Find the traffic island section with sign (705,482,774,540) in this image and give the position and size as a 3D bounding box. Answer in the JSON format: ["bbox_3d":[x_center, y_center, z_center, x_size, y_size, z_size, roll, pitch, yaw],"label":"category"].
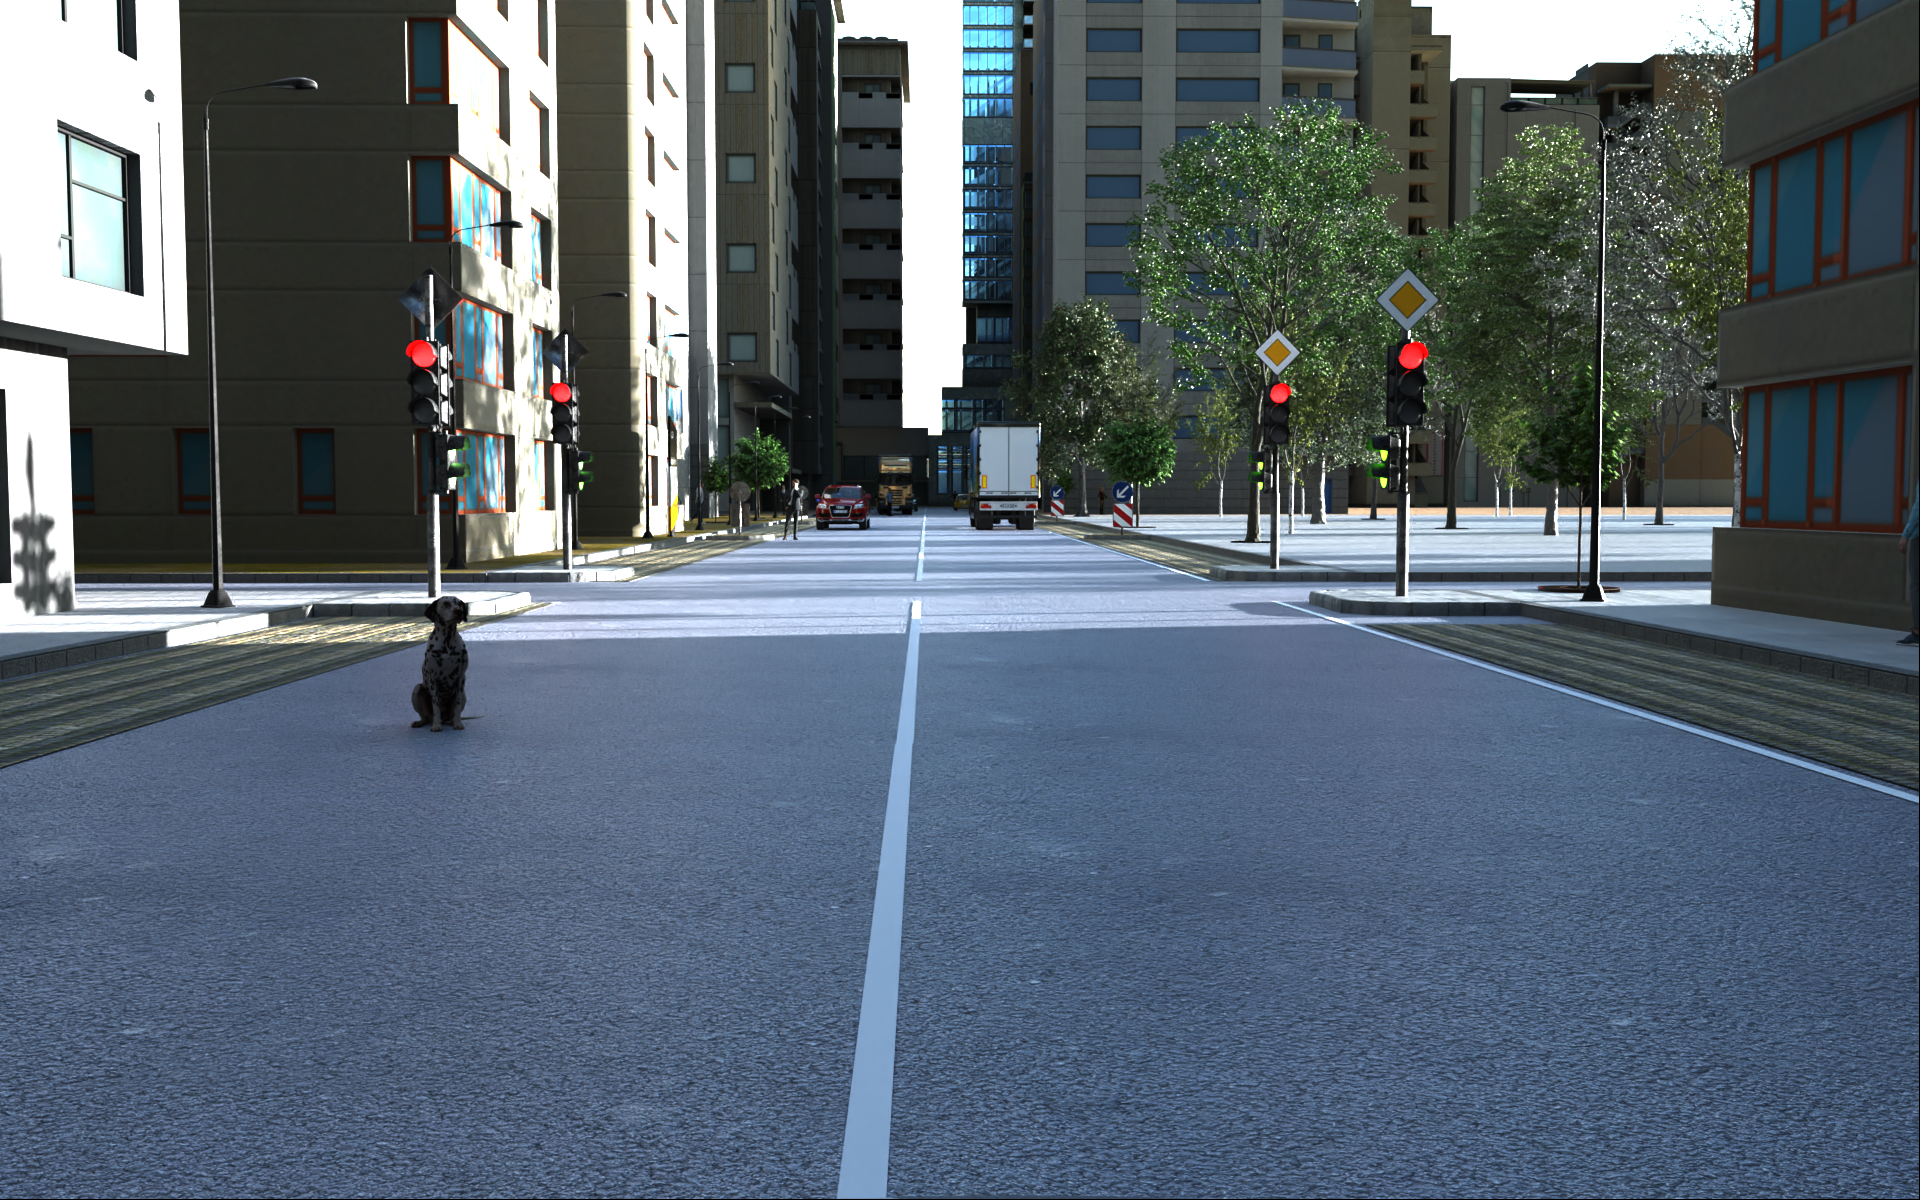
[{"bbox_3d":[-6.854,-2.784,54.151,1.989,1.847,2.006,0,4,-1],"label":"traffic island section with sign"}]

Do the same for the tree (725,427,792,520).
[{"bbox_3d":[-9.955,-6.218,85.376,4.285,4.588,4.351,0,3,0],"label":"tree"}]

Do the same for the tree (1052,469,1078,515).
[{"bbox_3d":[6.669,-6.935,107.994,1.663,3.219,1.824,0,3,0],"label":"tree"}]

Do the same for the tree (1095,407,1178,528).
[{"bbox_3d":[6.785,-5.039,66.107,4.285,4.588,4.351,0,3,0],"label":"tree"}]

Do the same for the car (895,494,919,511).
[{"bbox_3d":[-4.468,-8.161,145.232,2.131,1.459,4.920,0,4,0],"label":"car"}]

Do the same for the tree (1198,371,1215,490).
[{"bbox_3d":[14.742,-9.030,98.001,4.737,8.622,4.395,0,3,0],"label":"tree"}]

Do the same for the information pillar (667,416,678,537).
[{"bbox_3d":[-8.652,-3.717,52.122,0.183,3.616,0.504,1,4,15],"label":"information pillar"}]

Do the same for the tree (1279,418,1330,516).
[{"bbox_3d":[19.962,-9.223,101.153,4.360,8.622,3.978,0,3,0],"label":"tree"}]

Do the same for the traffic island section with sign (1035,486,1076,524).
[{"bbox_3d":[4.433,-4.483,81.926,1.989,1.847,2.006,0,4,-1],"label":"traffic island section with sign"}]

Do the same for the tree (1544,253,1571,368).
[{"bbox_3d":[18.164,-8.398,63.065,9.928,11.665,9.643,0,3,0],"label":"tree"}]

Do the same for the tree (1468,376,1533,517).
[{"bbox_3d":[32.818,-9.382,103.761,4.737,8.622,4.395,0,3,0],"label":"tree"}]

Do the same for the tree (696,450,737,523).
[{"bbox_3d":[-10.778,-5.001,76.364,1.663,3.219,1.824,0,3,0],"label":"tree"}]

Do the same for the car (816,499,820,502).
[{"bbox_3d":[-8.062,-6.082,109.031,1.945,1.707,3.694,0,4,-2],"label":"car"}]

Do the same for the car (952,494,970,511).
[{"bbox_3d":[0.356,-8.536,149.785,2.015,1.641,3.980,0,4,-2],"label":"car"}]

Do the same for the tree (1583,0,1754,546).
[{"bbox_3d":[18.956,-8.047,41.938,12.009,13.543,11.850,0,3,0],"label":"tree"}]

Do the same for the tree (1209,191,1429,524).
[{"bbox_3d":[15.538,-10.250,74.248,9.857,13.997,8.962,0,3,0],"label":"tree"}]

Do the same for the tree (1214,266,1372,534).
[{"bbox_3d":[10.961,-6.455,55.907,4.737,8.622,4.395,0,3,0],"label":"tree"}]

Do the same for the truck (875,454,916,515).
[{"bbox_3d":[-4.634,-8.237,123.589,2.839,4.237,11.283,0,4,-2],"label":"truck"}]

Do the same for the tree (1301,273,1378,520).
[{"bbox_3d":[20.890,-10.771,86.473,12.009,13.543,11.850,0,3,0],"label":"tree"}]

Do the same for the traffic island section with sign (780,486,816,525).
[{"bbox_3d":[-7.375,-4.434,81.126,1.989,1.847,2.006,0,4,-1],"label":"traffic island section with sign"}]

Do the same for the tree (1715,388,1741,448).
[{"bbox_3d":[46.762,-11.599,91.459,13.155,14.587,18.604,-1,4,-20],"label":"tree"}]

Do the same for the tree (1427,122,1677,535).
[{"bbox_3d":[18.247,-8.313,54.037,7.486,12.596,7.792,0,3,0],"label":"tree"}]

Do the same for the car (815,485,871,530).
[{"bbox_3d":[-4.756,-3.805,70.890,2.281,1.827,5.304,0,4,-1],"label":"car"}]

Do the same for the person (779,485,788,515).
[{"bbox_3d":[-10.587,-6.035,104.493,0.659,1.850,0.755,0,4,-3],"label":"person"}]

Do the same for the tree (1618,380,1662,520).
[{"bbox_3d":[32.580,-8.222,84.791,4.360,8.622,3.978,0,3,0],"label":"tree"}]

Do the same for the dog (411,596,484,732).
[{"bbox_3d":[-3.135,0.372,10.758,0.513,0.831,0.800,1,4,12],"label":"dog"}]

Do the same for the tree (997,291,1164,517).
[{"bbox_3d":[6.929,-11.087,98.284,9.611,12.733,9.660,0,3,0],"label":"tree"}]

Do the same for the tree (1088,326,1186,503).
[{"bbox_3d":[7.814,-7.724,76.644,4.360,8.622,3.978,0,3,0],"label":"tree"}]

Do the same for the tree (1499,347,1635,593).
[{"bbox_3d":[8.250,-1.732,22.928,1.663,3.219,1.824,0,3,0],"label":"tree"}]

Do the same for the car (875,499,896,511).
[{"bbox_3d":[-6.425,-8.622,151.189,2.015,1.641,3.980,0,4,-2],"label":"car"}]

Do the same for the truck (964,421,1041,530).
[{"bbox_3d":[1.716,-5.105,72.381,2.839,4.237,11.283,0,4,-2],"label":"truck"}]

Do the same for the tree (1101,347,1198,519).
[{"bbox_3d":[9.257,-8.384,87.433,4.737,8.622,4.395,0,3,0],"label":"tree"}]

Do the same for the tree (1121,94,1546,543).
[{"bbox_3d":[7.895,-7.311,45.294,9.928,11.665,9.643,0,3,0],"label":"tree"}]

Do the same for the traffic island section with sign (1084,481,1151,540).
[{"bbox_3d":[4.955,-2.827,54.843,1.989,1.847,2.006,0,4,-1],"label":"traffic island section with sign"}]

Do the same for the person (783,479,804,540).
[{"bbox_3d":[-5.218,-2.831,54.152,0.648,1.900,0.474,0,4,-1],"label":"person"}]

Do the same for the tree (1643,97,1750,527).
[{"bbox_3d":[14.673,-4.996,32.048,4.737,8.622,4.395,0,3,0],"label":"tree"}]

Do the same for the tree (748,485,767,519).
[{"bbox_3d":[-10.782,-5.850,90.251,1.663,3.219,1.824,0,3,0],"label":"tree"}]

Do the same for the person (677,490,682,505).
[{"bbox_3d":[-12.528,-4.244,75.914,0.782,1.767,0.515,1,4,10],"label":"person"}]

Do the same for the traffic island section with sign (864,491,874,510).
[{"bbox_3d":[-8.852,-9.151,158.243,1.989,1.847,2.006,0,4,-1],"label":"traffic island section with sign"}]

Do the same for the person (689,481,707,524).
[{"bbox_3d":[-11.230,-4.179,74.209,0.795,1.843,0.661,0,4,-2],"label":"person"}]
